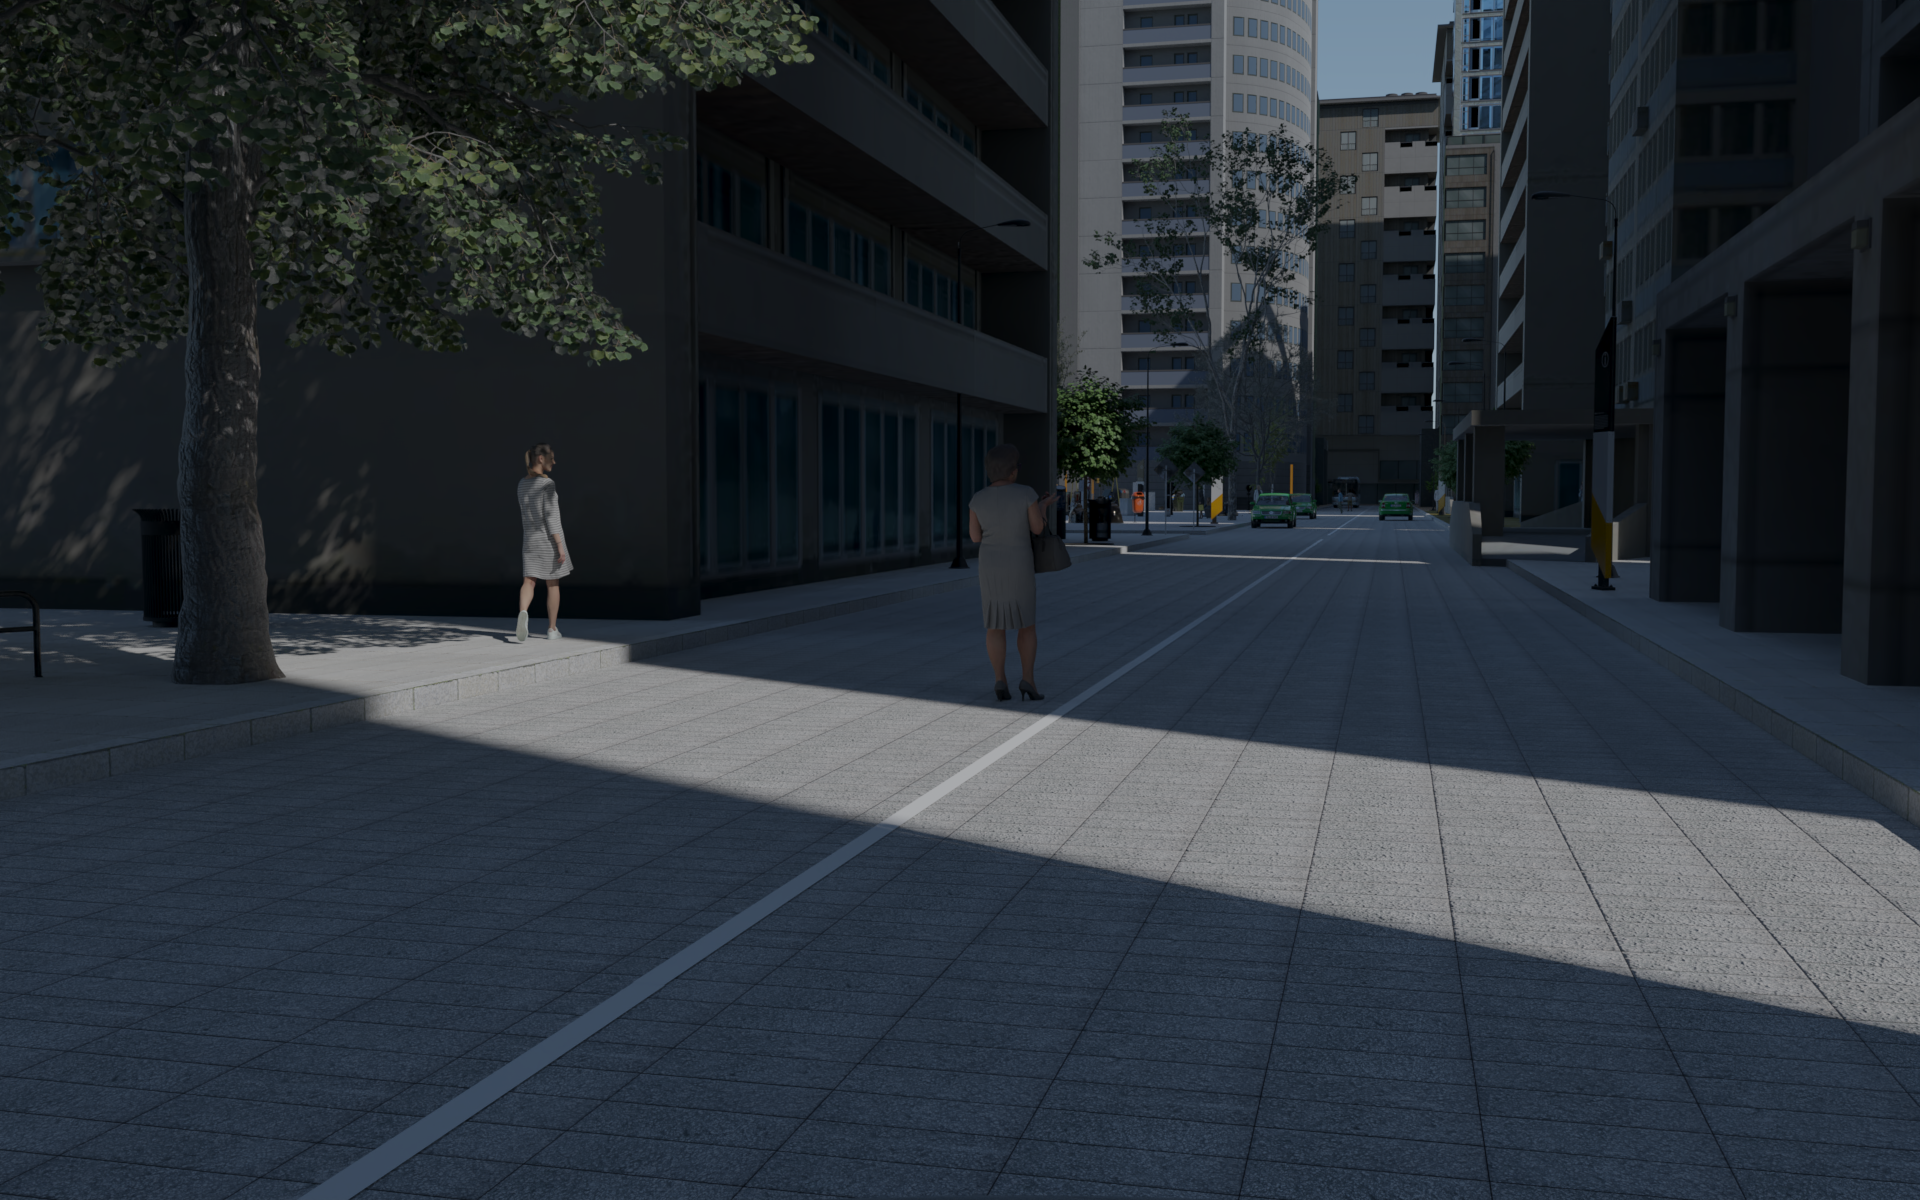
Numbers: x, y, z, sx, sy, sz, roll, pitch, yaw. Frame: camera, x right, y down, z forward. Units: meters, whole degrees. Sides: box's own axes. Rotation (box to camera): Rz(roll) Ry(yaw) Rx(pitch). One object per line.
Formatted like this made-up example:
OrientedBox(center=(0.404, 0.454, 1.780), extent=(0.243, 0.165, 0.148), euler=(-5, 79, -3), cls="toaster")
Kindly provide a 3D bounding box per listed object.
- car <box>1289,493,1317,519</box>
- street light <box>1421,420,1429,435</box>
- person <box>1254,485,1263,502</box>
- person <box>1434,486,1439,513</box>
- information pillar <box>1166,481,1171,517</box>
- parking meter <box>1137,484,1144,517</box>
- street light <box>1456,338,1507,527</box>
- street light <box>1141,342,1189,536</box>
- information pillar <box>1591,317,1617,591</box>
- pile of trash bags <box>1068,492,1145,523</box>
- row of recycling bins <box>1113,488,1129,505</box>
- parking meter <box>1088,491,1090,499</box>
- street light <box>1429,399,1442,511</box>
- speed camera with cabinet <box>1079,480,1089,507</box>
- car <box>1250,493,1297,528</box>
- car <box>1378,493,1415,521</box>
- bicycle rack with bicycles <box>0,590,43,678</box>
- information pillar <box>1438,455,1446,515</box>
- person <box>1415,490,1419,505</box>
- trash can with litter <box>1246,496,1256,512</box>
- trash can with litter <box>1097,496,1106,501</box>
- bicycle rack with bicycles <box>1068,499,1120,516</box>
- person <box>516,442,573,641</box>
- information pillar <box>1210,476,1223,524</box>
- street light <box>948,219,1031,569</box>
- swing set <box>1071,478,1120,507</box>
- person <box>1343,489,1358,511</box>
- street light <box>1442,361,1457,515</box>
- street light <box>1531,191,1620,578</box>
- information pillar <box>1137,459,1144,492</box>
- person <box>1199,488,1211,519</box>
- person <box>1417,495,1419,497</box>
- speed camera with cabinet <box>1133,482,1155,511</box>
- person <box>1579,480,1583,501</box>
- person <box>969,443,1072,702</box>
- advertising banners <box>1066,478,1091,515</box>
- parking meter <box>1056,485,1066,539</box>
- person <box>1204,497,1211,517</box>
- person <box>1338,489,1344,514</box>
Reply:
OrientedBox(center=(19.584, -5.567, 99.809), extent=(1.959, 1.807, 4.718), euler=(1, 4, 14), cls="car")
OrientedBox(center=(29.819, -8.327, 108.687), extent=(1.470, 5.913, 1.316), euler=(1, 4, 14), cls="street light")
OrientedBox(center=(18.003, -6.042, 104.703), extent=(0.514, 1.842, 0.818), euler=(-3, 5, -39), cls="person")
OrientedBox(center=(32.104, -6.738, 116.093), extent=(0.514, 1.842, 0.818), euler=(0, 3, 0), cls="person")
OrientedBox(center=(11.791, -5.736, 98.282), extent=(0.304, 2.012, 0.304), euler=(0, 4, 0), cls="information pillar")
OrientedBox(center=(10.305, -5.692, 98.781), extent=(0.255, 1.863, 0.399), euler=(2, 4, 27), cls="parking meter")
OrientedBox(center=(15.617, -4.832, 51.539), extent=(1.470, 5.913, 1.316), euler=(1, 4, 14), cls="street light")
OrientedBox(center=(6.305, -4.937, 53.256), extent=(1.470, 5.913, 1.316), euler=(1, 4, 14), cls="street light")
OrientedBox(center=(8.610, -1.946, 23.164), extent=(0.183, 3.616, 0.504), euler=(0, 4, -3), cls="information pillar")
OrientedBox(center=(6.615, -4.100, 76.792), extent=(3.447, 1.369, 1.912), euler=(-1, 4, -22), cls="pile of trash bags")
OrientedBox(center=(11.638, -7.341, 127.131), extent=(1.069, 1.692, 3.534), euler=(1, 4, 19), cls="row of recycling bins")
OrientedBox(center=(9.008, -7.155, 122.690), extent=(0.399, 1.863, 0.255), euler=(0, 4, 7), cls="parking meter")
OrientedBox(center=(23.875, -6.878, 85.003), extent=(1.470, 5.913, 1.316), euler=(1, 4, 14), cls="street light")
OrientedBox(center=(7.920, -7.119, 110.730), extent=(0.660, 3.252, 2.038), euler=(0, 4, 6), cls="speed camera with cabinet")
OrientedBox(center=(13.405, -3.982, 73.904), extent=(1.959, 1.807, 4.718), euler=(1, 4, 13), cls="car")
OrientedBox(center=(23.843, -5.248, 94.596), extent=(1.959, 1.807, 4.718), euler=(1, 4, 15), cls="car")
OrientedBox(center=(-7.893, 0.092, 11.883), extent=(2.852, 0.926, 2.925), euler=(3, 4, 38), cls="bicycle rack with bicycles")
OrientedBox(center=(28.997, -6.902, 104.204), extent=(0.183, 3.616, 0.504), euler=(-2, 4, -33), cls="information pillar")
OrientedBox(center=(54.843, -12.299, 207.806), extent=(0.551, 1.740, 0.621), euler=(0, 4, 2), cls="person")
OrientedBox(center=(20.857, -6.862, 123.248), extent=(1.678, 1.210, 2.233), euler=(2, 4, 34), cls="trash can with litter")
OrientedBox(center=(8.861, -5.933, 108.391), extent=(0.624, 1.170, 1.055), euler=(1, 4, 13), cls="trash can with litter")
OrientedBox(center=(7.386, -5.267, 99.500), extent=(2.852, 0.926, 2.925), euler=(-1, 4, -9), cls="bicycle rack with bicycles")
OrientedBox(center=(-3.646, -0.507, 15.079), extent=(0.466, 1.731, 0.760), euler=(0, 4, 2), cls="person")
OrientedBox(center=(11.093, -5.107, 74.854), extent=(0.504, 3.616, 0.183), euler=(1, 4, 12), cls="information pillar")
OrientedBox(center=(0.512, -3.486, 29.534), extent=(1.470, 5.913, 1.316), euler=(1, 4, 14), cls="street light")
OrientedBox(center=(8.953, -7.271, 116.500), extent=(3.119, 2.851, 2.862), euler=(-1, 4, -11), cls="swing set")
OrientedBox(center=(32.224, -8.236, 143.154), extent=(1.348, 1.824, 0.705), euler=(0, 4, 1), cls="person")
OrientedBox(center=(17.769, -5.391, 60.683), extent=(1.470, 5.913, 1.316), euler=(1, 4, 14), cls="street light")
OrientedBox(center=(9.452, -3.307, 26.614), extent=(1.470, 5.913, 1.316), euler=(1, 4, 14), cls="street light")
OrientedBox(center=(11.978, -7.544, 114.700), extent=(0.504, 3.616, 0.183), euler=(2, 4, 34), cls="information pillar")
OrientedBox(center=(12.774, -5.144, 90.370), extent=(0.699, 1.804, 1.509), euler=(3, 5, 44), cls="person")
OrientedBox(center=(50.445, -11.177, 189.504), extent=(0.721, 1.735, 1.217), euler=(-2, 4, -25), cls="person")
OrientedBox(center=(13.794, -8.287, 129.831), extent=(0.660, 3.252, 2.038), euler=(3, 5, 44), cls="speed camera with cabinet")
OrientedBox(center=(22.293, -3.371, 61.428), extent=(0.793, 1.790, 0.793), euler=(2, 4, 23), cls="person")
OrientedBox(center=(0.437, -0.195, 12.049), extent=(0.716, 1.782, 0.532), euler=(1, 4, 18), cls="person")
OrientedBox(center=(6.995, -6.543, 103.168), extent=(2.074, 3.025, 0.090), euler=(3, 4, 38), cls="advertising banners")
OrientedBox(center=(2.827, -2.496, 49.227), extent=(0.372, 1.533, 0.369), euler=(0, 3, 0), cls="parking meter")
OrientedBox(center=(13.304, -4.928, 92.113), extent=(1.012, 1.151, 0.738), euler=(3, 5, 40), cls="person")
OrientedBox(center=(26.871, -6.933, 122.203), extent=(0.444, 1.785, 0.601), euler=(1, 4, 10), cls="person")
